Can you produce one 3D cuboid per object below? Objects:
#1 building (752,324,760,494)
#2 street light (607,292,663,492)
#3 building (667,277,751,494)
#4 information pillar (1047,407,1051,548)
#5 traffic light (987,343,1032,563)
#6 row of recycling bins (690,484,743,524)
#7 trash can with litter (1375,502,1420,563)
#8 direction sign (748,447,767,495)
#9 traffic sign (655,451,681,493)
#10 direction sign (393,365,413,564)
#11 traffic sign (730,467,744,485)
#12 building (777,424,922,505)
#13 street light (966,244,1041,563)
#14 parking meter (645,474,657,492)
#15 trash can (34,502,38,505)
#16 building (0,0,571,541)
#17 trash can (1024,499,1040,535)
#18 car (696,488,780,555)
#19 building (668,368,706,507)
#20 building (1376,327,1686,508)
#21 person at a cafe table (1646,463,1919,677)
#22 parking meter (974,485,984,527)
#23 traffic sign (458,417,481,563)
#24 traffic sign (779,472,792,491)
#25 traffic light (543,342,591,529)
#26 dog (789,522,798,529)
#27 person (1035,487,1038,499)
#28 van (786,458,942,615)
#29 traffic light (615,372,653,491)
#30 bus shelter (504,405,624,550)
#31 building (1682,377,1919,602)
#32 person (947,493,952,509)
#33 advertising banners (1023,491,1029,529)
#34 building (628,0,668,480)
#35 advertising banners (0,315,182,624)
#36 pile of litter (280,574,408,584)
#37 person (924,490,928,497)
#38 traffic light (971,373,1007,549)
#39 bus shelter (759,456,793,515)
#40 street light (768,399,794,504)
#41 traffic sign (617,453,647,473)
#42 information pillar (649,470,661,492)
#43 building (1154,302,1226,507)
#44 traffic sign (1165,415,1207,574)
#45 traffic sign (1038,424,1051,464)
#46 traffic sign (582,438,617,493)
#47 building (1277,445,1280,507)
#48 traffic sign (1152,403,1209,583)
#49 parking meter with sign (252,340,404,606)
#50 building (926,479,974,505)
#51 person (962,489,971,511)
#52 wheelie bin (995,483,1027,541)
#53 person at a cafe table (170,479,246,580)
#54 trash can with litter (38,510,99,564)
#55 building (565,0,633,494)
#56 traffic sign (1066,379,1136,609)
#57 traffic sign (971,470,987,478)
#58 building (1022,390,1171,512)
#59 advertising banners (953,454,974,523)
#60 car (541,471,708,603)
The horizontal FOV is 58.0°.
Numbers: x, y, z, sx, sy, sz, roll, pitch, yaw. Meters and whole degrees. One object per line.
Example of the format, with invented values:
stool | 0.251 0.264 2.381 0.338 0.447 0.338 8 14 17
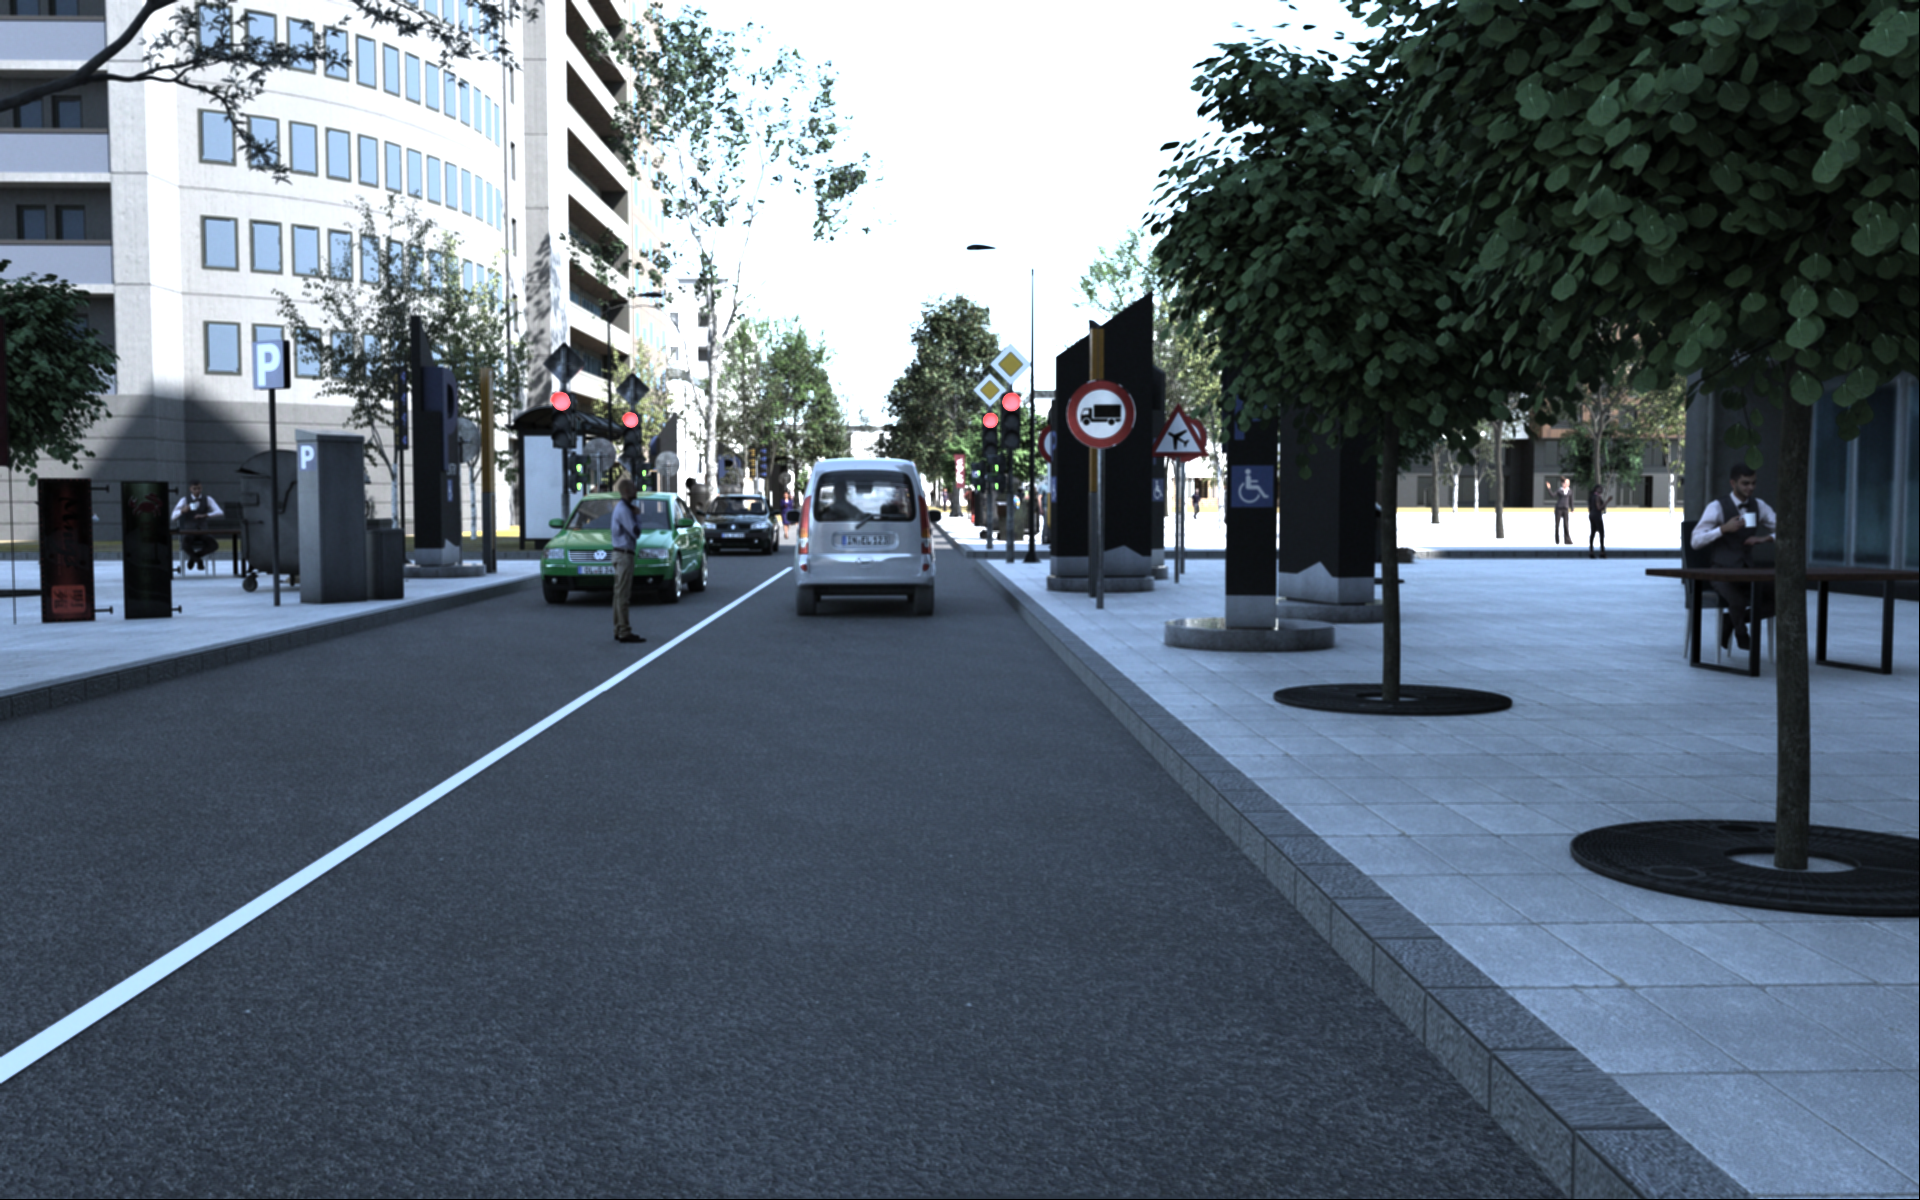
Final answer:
building | -26.213 -19.480 174.914 11.380 20.091 16.016 0 4 -2
street light | -7.528 -4.122 39.941 1.470 5.913 1.316 0 4 -2
building | -26.812 -17.869 148.577 16.016 20.091 11.380 0 4 -2
information pillar | 2.229 -3.035 40.980 0.183 3.616 0.504 2 4 34
traffic light | 0.922 -2.655 32.338 0.839 4.253 0.868 0 4 -2
row of recycling bins | -9.637 -3.784 68.974 1.069 1.692 3.534 1 4 20
trash can with litter | 8.084 -1.290 32.473 1.055 1.170 0.624 2 4 24
direction sign | -9.649 -5.548 82.711 0.876 3.537 0.379 0 4 1
traffic sign | -8.643 -3.126 51.208 0.768 2.556 0.104 0 4 4
direction sign | -9.924 -2.372 30.787 0.379 3.537 0.876 -2 4 -32
traffic sign | -10.528 -5.007 81.963 0.768 2.556 0.104 0 4 3
building | -18.545 -16.477 211.548 28.070 9.664 9.099 0 4 -2
street light | 0.808 -3.656 32.322 1.470 5.913 1.316 0 4 -2
parking meter | -8.944 -2.706 49.950 0.399 1.863 0.255 1 4 9
trash can | -16.747 -1.254 32.149 0.748 1.137 0.748 0 3 0
building | -27.033 -31.669 59.792 21.231 58.520 28.212 0 4 -2
trash can | 2.190 -2.590 54.000 0.748 1.137 0.748 0 3 0
car | -5.324 -1.965 41.912 2.009 1.686 4.222 0 4 -3
building | -23.526 -11.447 129.300 9.099 9.664 28.070 0 4 -2
building | 56.186 -20.039 171.605 32.646 21.610 27.936 0 4 -2
person at a cafe table | 5.981 -0.266 12.866 1.698 1.524 1.622 -1 4 -9
parking meter | 0.746 -3.817 68.112 0.255 1.863 0.399 -3 4 -38
traffic sign | -8.293 -1.746 28.657 0.768 2.556 0.104 0 4 6
traffic sign | -10.074 -6.106 99.946 0.768 2.556 0.104 0 4 2
traffic light | -7.295 -2.639 32.069 0.839 4.253 0.868 0 4 -2
dog | -6.816 -3.147 70.735 0.406 0.507 0.540 3 5 42
person | 5.539 -7.432 127.701 1.348 1.807 0.705 2 4 28
van | -1.208 -0.908 21.850 2.013 2.044 4.112 0 4 -3
traffic light | -7.542 -3.127 40.050 0.839 4.253 0.868 0 4 -2
bus shelter | -9.449 -2.959 42.306 2.014 3.302 5.546 0 4 -2
building | 21.282 -23.818 13.123 21.300 48.544 21.600 0 4 -2
person | -0.997 -8.956 153.011 0.750 1.759 0.617 1 4 20
advertising banners | 1.989 -4.054 62.465 0.090 3.025 2.074 3 4 37
building | -25.549 -27.742 103.695 14.600 45.320 14.200 0 4 -2
advertising banners | -8.930 -1.293 17.325 2.074 3.025 0.090 -3 5 -40
pile of litter | -8.965 -0.687 25.190 1.719 0.858 1.176 0 4 3
person | -3.589 -10.891 184.639 0.750 1.759 0.617 1 4 20
traffic light | 0.675 -3.144 40.319 0.839 4.253 0.868 0 4 -2
bus shelter | -11.544 -7.195 108.928 1.731 3.624 6.357 0 4 -2
street light | -8.746 -6.836 84.317 1.470 5.913 1.316 0 4 -2
traffic sign | -8.720 -2.828 45.972 0.795 2.593 0.064 0 4 0
information pillar | -9.426 -3.004 53.604 0.304 2.012 0.304 0 4 4
building | 22.351 -19.619 177.189 11.380 20.091 16.016 0 4 -2
traffic sign | 3.587 -1.700 27.893 0.768 2.556 0.104 0 4 2
traffic sign | 1.756 -1.872 30.716 0.768 2.556 0.104 0 3 0
traffic sign | -8.132 -2.383 39.075 0.768 2.556 0.104 0 4 -1
building | 33.988 -19.624 177.275 11.380 20.091 16.016 0 4 -2
traffic sign | 3.128 -1.524 24.922 0.884 2.594 0.081 0 3 0
parking meter with sign | -7.410 -1.481 20.483 0.543 3.016 1.738 2 4 31
building | 9.723 -16.549 212.725 28.070 9.664 9.099 0 4 -2
person | 0.642 -7.530 129.103 0.705 1.831 1.348 3 5 41
wheelie bin | 1.410 -2.424 47.534 0.693 1.594 0.980 -3 4 -38
person at a cafe table | -11.738 -1.114 26.726 1.698 1.524 1.622 -2 4 -32
trash can with litter | -15.736 -1.171 30.540 0.624 1.170 1.055 0 4 2
building | -28.714 -28.245 85.506 21.300 48.544 21.600 0 4 -2
traffic sign | 1.569 -1.176 19.328 0.768 2.556 0.104 0 4 4
traffic sign | 0.859 -4.445 72.780 0.768 2.556 0.104 0 4 7
building | 10.505 -12.073 139.541 9.099 9.664 28.070 0 4 -2
advertising banners | 0.729 -4.852 75.525 2.074 3.025 0.090 -1 4 -11
car | -4.609 -0.939 24.151 1.959 1.807 4.718 0 4 -1
